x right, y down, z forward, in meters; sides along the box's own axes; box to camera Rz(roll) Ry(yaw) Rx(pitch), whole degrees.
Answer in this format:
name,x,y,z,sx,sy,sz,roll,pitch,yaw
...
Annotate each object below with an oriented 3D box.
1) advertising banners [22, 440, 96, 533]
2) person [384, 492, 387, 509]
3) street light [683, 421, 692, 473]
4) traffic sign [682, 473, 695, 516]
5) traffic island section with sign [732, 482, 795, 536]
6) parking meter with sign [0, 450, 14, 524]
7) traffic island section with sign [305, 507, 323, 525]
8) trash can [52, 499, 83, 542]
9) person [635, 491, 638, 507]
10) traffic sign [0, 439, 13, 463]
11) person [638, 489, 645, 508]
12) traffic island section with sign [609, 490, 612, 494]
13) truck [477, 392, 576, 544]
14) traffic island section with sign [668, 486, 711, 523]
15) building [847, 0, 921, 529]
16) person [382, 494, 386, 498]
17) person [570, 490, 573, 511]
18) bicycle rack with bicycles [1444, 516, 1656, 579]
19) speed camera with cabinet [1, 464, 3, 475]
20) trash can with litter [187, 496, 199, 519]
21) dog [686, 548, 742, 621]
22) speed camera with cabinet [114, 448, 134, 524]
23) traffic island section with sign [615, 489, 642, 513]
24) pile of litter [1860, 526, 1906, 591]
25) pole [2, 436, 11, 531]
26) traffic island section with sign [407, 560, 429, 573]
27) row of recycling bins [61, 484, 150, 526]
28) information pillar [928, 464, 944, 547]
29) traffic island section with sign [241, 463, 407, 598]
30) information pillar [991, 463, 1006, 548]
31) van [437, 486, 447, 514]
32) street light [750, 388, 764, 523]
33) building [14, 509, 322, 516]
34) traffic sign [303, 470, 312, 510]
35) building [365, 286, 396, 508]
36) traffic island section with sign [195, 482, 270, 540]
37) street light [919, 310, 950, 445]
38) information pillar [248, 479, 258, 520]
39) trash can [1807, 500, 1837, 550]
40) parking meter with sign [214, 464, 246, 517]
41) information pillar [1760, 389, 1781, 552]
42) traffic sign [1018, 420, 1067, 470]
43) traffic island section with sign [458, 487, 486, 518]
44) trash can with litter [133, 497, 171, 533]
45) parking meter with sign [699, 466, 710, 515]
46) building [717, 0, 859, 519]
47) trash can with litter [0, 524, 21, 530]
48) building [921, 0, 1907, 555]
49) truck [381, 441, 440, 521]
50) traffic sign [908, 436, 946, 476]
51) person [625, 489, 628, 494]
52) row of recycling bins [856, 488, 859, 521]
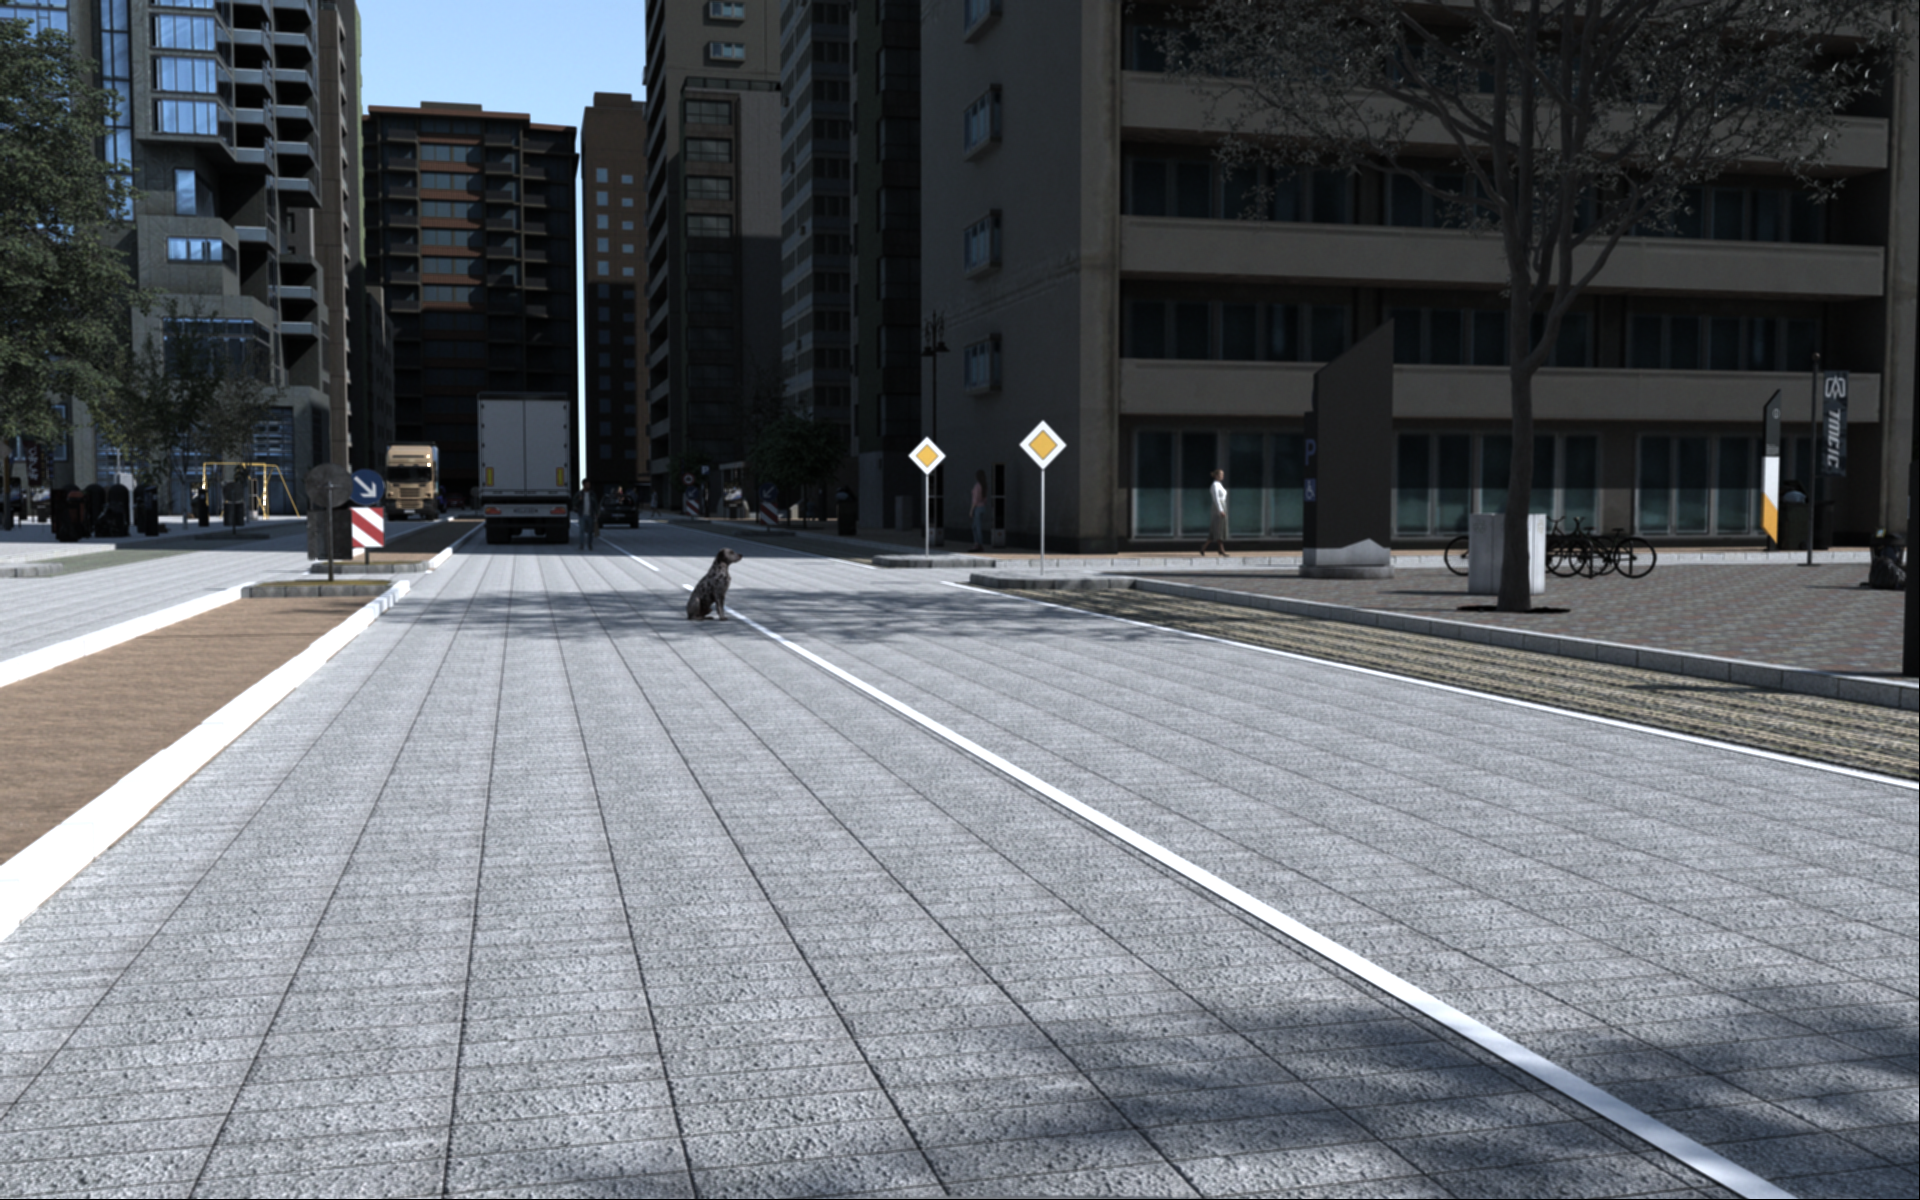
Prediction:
name,x,y,z,sx,sy,sz,roll,pitch,yaw
advertising banners,-29.454,-3.698,56.644,2.074,3.025,0.090,-1,4,-20
person,-49.438,-8.779,149.597,1.348,1.823,0.705,0,4,6
street light,-16.909,-8.262,107.868,0.468,5.910,1.993,-1,4,-14
traffic sign,-16.176,-6.310,103.275,0.768,2.556,0.104,0,4,-5
traffic island section with sign,-6.750,-3.092,59.184,1.989,1.847,2.006,-1,4,-14
parking meter with sign,-37.889,-4.417,68.482,0.543,3.016,1.738,-3,5,-42
traffic island section with sign,-29.850,-4.484,81.940,1.989,1.847,2.006,-1,4,-14
trash can,-23.930,-2.129,46.465,0.748,1.137,0.748,0,3,0
person,-30.992,-9.744,165.450,1.348,1.812,0.705,-1,4,-10
traffic sign,-17.221,-1.744,30.700,0.795,2.593,0.064,-1,4,-14
person,-28.352,-9.022,154.003,0.683,1.767,0.568,0,4,-5
traffic island section with sign,-32.362,-9.290,160.527,1.989,1.847,2.006,-1,4,-14
truck,-13.233,-3.934,53.233,2.839,4.237,11.283,-1,4,-13
traffic island section with sign,-13.361,-4.691,85.319,1.989,1.847,2.006,-1,4,-14
building,2.274,-18.348,71.691,14.160,30.474,14.107,-1,4,-14
person,-48.883,-8.526,146.268,1.217,1.723,0.721,2,4,29
person,-32.357,-8.225,143.423,0.568,1.767,0.683,0,4,2
bicycle rack with bicycles,9.463,-0.844,27.190,2.925,0.926,2.852,3,5,41
speed camera with cabinet,-52.872,-6.152,94.926,2.038,3.252,0.660,3,5,45
trash can with litter,-39.496,-4.770,89.377,0.624,1.170,1.055,1,4,14
dog,-2.904,-0.182,19.820,0.513,0.831,0.800,-3,4,-37
speed camera with cabinet,-35.696,-4.902,74.488,2.038,3.252,0.660,3,5,43
traffic island section with sign,-25.687,-7.673,134.087,1.989,1.847,2.006,-1,4,-14
pile of litter,12.870,-0.586,23.546,1.176,0.858,1.719,2,4,35
pole,-33.429,-4.090,60.715,0.158,3.312,0.155,0,3,0
traffic island section with sign,-10.908,-1.460,32.004,2.006,1.907,1.989,-1,4,-14
row of recycling bins,-34.605,-3.867,70.333,3.534,1.692,1.069,-1,4,-18
information pillar,-0.598,-2.315,42.346,0.304,2.012,0.304,3,5,44
traffic island section with sign,-9.102,-1.020,24.819,2.006,1.907,1.989,-1,4,-14
information pillar,0.915,-2.234,41.011,0.304,2.012,0.304,-1,4,-8
van,-39.293,-7.613,128.856,2.240,2.365,5.245,-1,4,-13
street light,-8.906,-6.312,75.991,0.468,5.910,1.993,-1,4,-14
building,-53.331,-48.969,113.321,22.319,86.520,31.000,-1,4,-14
traffic sign,-34.479,-5.622,92.028,0.768,2.556,0.104,0,4,-7
building,-67.933,-19.186,158.732,28.899,21.520,27.650,-1,4,-14
traffic island section with sign,-23.014,-2.828,54.865,1.989,1.847,2.006,-1,4,-14
street light,-0.641,-4.330,43.584,0.468,5.910,1.993,-1,4,-14
information pillar,-34.983,-4.967,85.708,0.304,2.012,0.304,2,4,26
trash can,19.688,-1.718,39.741,0.748,1.137,0.748,0,3,0
parking meter with sign,-40.660,-6.146,96.751,1.738,3.016,0.543,-3,5,-40
information pillar,18.035,-2.885,38.522,0.504,3.616,0.183,-2,4,-28
traffic sign,1.316,-1.524,27.112,0.795,2.593,0.064,-1,4,-14
traffic island section with sign,-29.331,-5.916,104.857,2.006,1.907,1.989,-1,4,-14
trash can with litter,-26.587,-2.788,56.976,1.055,1.170,0.624,-3,5,-40
parking meter with sign,-15.540,-6.664,105.215,0.543,3.016,1.738,0,4,-2
building,2.810,-24.923,99.374,32.217,40.220,23.993,-1,4,-14
trash can with litter,-34.896,-3.137,62.340,1.678,1.210,2.233,-3,4,-38
building,10.106,-25.955,48.061,21.600,48.544,21.300,-1,4,-14
truck,-29.878,-6.470,94.693,2.839,4.237,11.283,-1,4,-15
traffic sign,-0.641,-1.998,34.854,0.795,2.593,0.064,-1,4,-14
person,-32.746,-10.090,171.093,1.350,1.814,0.705,1,4,20
row of recycling bins,-3.568,-4.728,84.411,3.534,1.692,1.069,-3,5,-44
